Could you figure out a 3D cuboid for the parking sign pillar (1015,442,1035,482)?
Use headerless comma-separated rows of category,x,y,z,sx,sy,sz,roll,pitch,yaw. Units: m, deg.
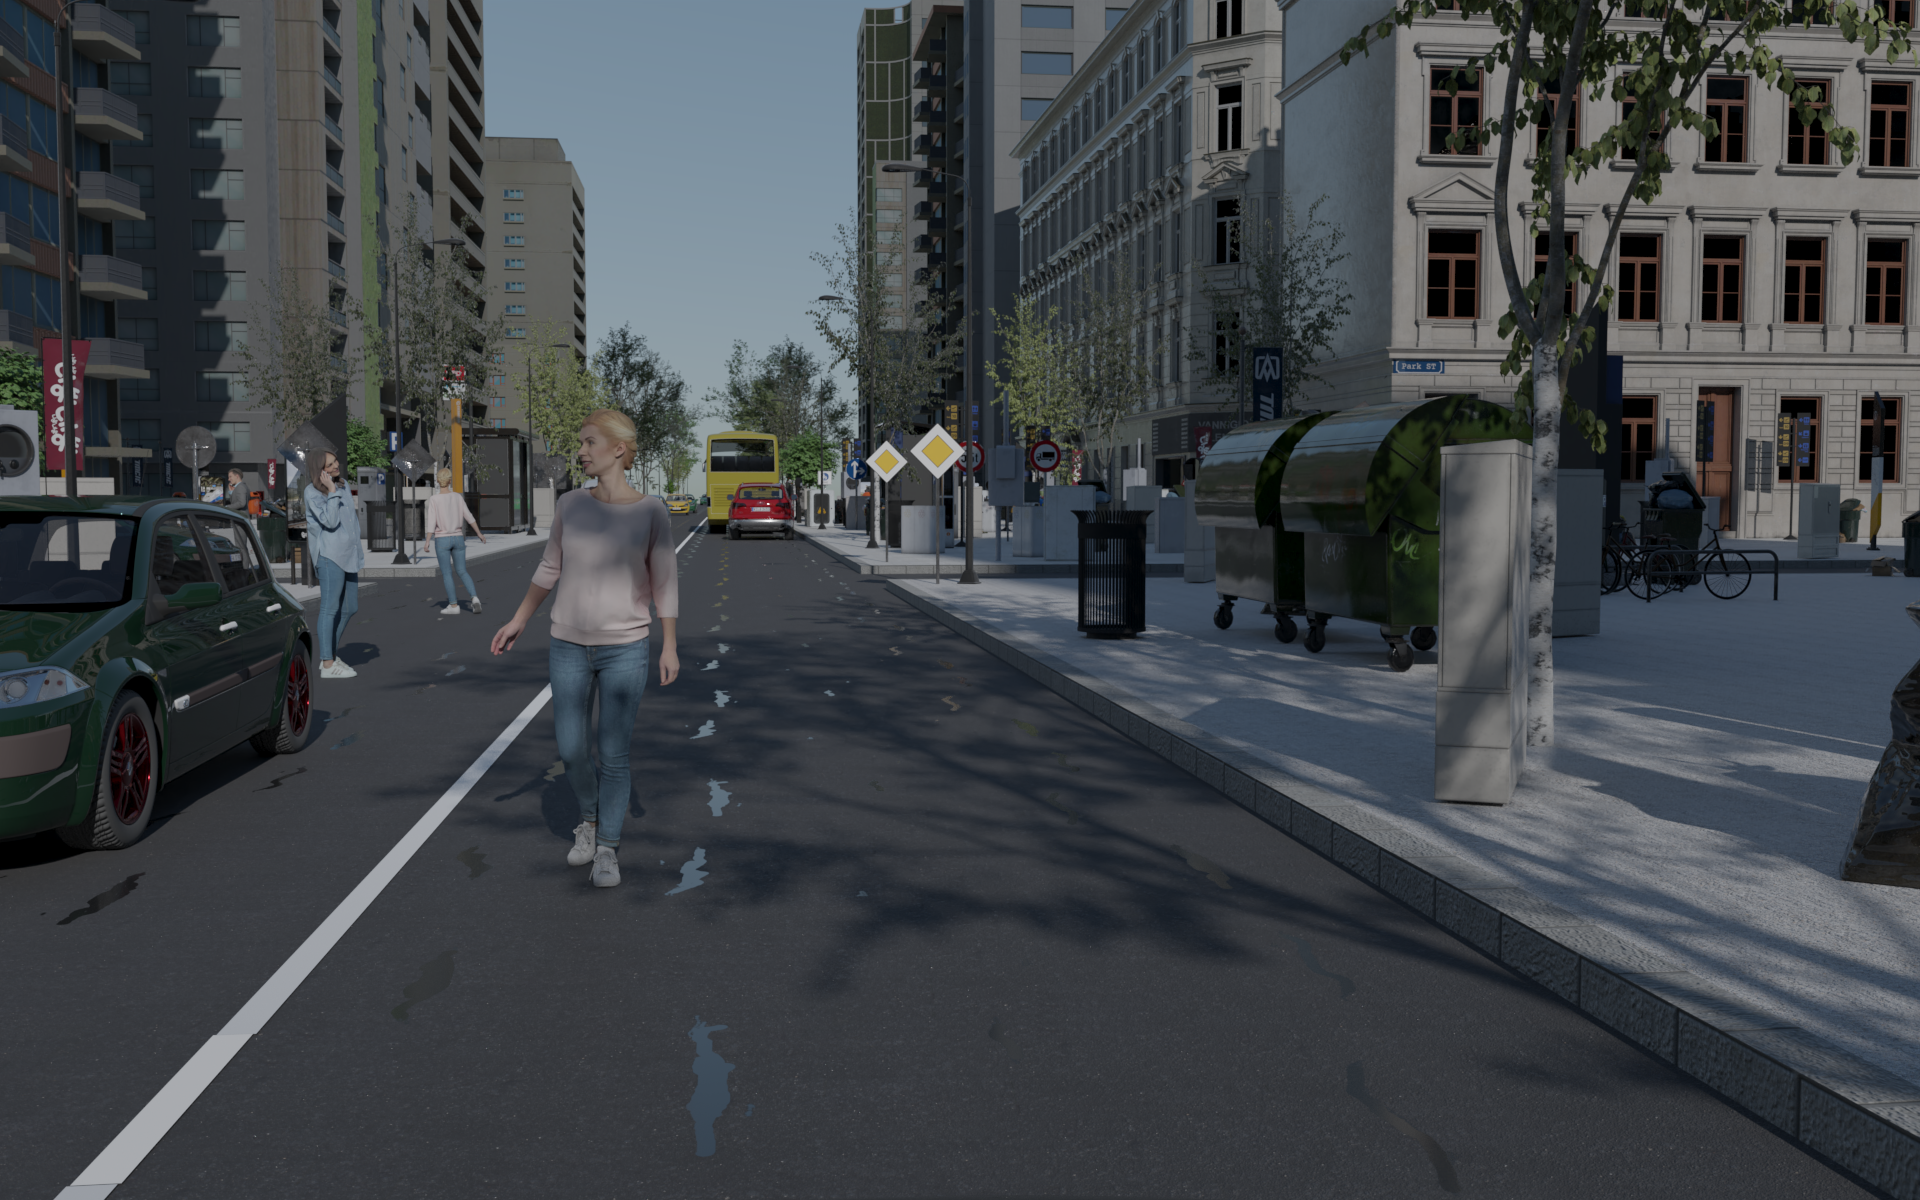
parking sign pillar,3.526,-6.202,89.875,1.447,3.967,1.447,-1,4,-17

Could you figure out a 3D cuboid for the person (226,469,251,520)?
person,-11.802,-1.220,28.246,0.447,1.846,0.655,-1,4,-21

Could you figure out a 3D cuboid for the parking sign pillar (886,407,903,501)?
parking sign pillar,-1.949,-3.829,51.077,1.447,3.967,1.447,0,3,0

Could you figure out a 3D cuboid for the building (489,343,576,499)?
building,-62.795,-22.532,213.445,27.650,21.520,28.899,0,4,-8

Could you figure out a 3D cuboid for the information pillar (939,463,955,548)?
information pillar,-0.320,-2.231,40.971,0.304,2.012,0.304,-1,4,-18

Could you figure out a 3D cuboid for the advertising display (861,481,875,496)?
advertising display,-4.612,-5.065,88.031,0.974,1.923,0.123,1,4,13

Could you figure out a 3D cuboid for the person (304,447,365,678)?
person,-4.912,-0.293,13.550,0.793,1.790,0.793,-2,4,-24

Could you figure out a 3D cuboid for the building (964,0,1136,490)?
building,10.803,-35.867,128.427,21.231,58.520,28.212,0,4,-8

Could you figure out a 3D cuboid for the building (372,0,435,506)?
building,-50.701,-32.144,114.798,28.713,52.752,27.495,0,4,-8

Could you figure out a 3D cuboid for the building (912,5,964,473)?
building,7.320,-30.734,157.122,22.147,44.769,28.867,0,4,-8

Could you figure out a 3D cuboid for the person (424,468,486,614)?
person,-5.955,-0.705,20.691,0.598,1.740,0.731,2,4,32

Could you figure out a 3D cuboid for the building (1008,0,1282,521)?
building,14.382,-19.063,88.097,17.030,29.872,44.131,0,4,-8

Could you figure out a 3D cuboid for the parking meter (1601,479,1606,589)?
parking meter,8.595,-0.929,23.605,0.372,1.533,0.369,0,3,0

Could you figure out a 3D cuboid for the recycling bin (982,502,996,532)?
recycling bin,0.932,-2.803,58.377,0.722,1.027,0.722,2,4,24

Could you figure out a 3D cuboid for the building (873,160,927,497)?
building,-3.955,-32.533,215.506,14.154,41.232,14.086,0,4,-8

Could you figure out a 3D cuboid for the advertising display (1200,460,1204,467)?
advertising display,4.881,-1.710,33.170,0.123,1.923,0.974,3,4,38

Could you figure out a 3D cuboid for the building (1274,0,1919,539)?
building,21.069,-13.325,54.018,21.152,22.565,11.583,0,4,-8

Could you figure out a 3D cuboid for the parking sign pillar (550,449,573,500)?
parking sign pillar,-23.821,-7.040,103.576,1.447,3.967,1.447,-3,5,-43

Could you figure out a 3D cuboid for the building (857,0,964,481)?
building,-6.395,-50.019,256.064,20.563,71.187,20.611,0,4,-8

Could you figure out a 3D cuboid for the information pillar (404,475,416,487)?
information pillar,-20.798,-3.728,65.446,0.304,2.012,0.304,-3,4,-38

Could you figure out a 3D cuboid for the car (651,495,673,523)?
car,-12.497,-3.504,69.294,2.014,1.417,4.499,0,4,-8

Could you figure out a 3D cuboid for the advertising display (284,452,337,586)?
advertising display,-9.082,-1.164,24.253,0.974,1.923,0.123,2,4,32

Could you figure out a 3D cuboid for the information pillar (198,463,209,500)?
information pillar,-35.627,-5.522,81.645,0.504,3.616,0.183,-2,4,-30

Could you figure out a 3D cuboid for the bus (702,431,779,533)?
bus,-8.454,-4.585,66.512,2.896,3.916,12.252,-1,4,-8

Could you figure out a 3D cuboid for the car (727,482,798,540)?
car,-6.327,-2.857,55.381,2.281,1.827,5.304,0,4,-6

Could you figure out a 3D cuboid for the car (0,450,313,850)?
car,-4.335,0.102,8.117,2.009,1.686,4.222,0,4,-7

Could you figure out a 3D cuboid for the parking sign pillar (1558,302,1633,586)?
parking sign pillar,8.869,-2.217,24.718,1.447,3.967,1.447,-1,4,-14

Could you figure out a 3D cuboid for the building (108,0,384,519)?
building,-39.919,-25.050,93.161,14.154,41.232,14.086,0,4,-8

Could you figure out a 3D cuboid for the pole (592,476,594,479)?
pole,-21.795,-6.669,102.873,0.158,3.312,0.155,0,3,0

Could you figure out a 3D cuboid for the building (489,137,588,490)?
building,-63.047,-37.573,238.012,21.300,48.544,21.600,0,4,-8

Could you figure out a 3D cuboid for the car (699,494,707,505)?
car,-32.725,-13.010,224.518,2.131,1.459,4.920,0,4,-6

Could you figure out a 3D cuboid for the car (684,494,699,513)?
car,-20.740,-7.255,130.422,2.131,1.459,4.920,0,4,-7

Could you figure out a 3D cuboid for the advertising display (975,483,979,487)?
advertising display,0.599,-5.593,96.659,0.974,1.923,0.123,0,4,2

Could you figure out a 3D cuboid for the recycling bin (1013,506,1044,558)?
recycling bin,1.555,-1.399,35.429,0.722,1.027,0.722,-2,4,-33

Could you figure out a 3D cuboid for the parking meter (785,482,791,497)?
parking meter,-8.627,-4.966,86.897,0.255,1.863,0.399,0,4,-6

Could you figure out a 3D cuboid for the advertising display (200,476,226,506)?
advertising display,-27.373,-3.563,63.475,0.974,1.923,0.123,1,4,12

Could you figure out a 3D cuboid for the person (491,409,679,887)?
person,-1.394,0.163,6.501,0.731,1.740,0.598,0,4,-2

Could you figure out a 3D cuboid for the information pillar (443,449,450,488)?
information pillar,-25.517,-5.796,86.112,0.504,3.616,0.183,3,5,45

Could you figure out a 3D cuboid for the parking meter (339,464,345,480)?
parking meter,-12.105,-1.713,33.726,0.255,1.863,0.399,-1,4,-19

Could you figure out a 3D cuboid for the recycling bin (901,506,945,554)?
recycling bin,-0.796,-1.521,37.418,0.722,1.027,0.722,2,4,30

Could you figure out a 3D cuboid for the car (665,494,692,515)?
car,-19.217,-6.555,117.394,2.015,1.641,3.980,-1,4,-9

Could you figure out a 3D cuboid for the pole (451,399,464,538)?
pole,-10.783,-2.649,37.158,0.158,3.312,0.155,0,3,0

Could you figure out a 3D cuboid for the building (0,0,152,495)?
building,-41.077,-24.595,56.748,22.147,44.769,28.867,0,4,-8

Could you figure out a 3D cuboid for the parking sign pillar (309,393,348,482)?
parking sign pillar,-16.850,-3.509,45.837,1.447,3.967,1.447,2,4,27

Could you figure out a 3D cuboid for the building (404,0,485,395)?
building,-50.558,-31.557,139.664,21.300,48.544,21.600,0,4,-8

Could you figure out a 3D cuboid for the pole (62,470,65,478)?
pole,-15.915,-2.264,30.861,0.158,3.312,0.155,0,3,0
